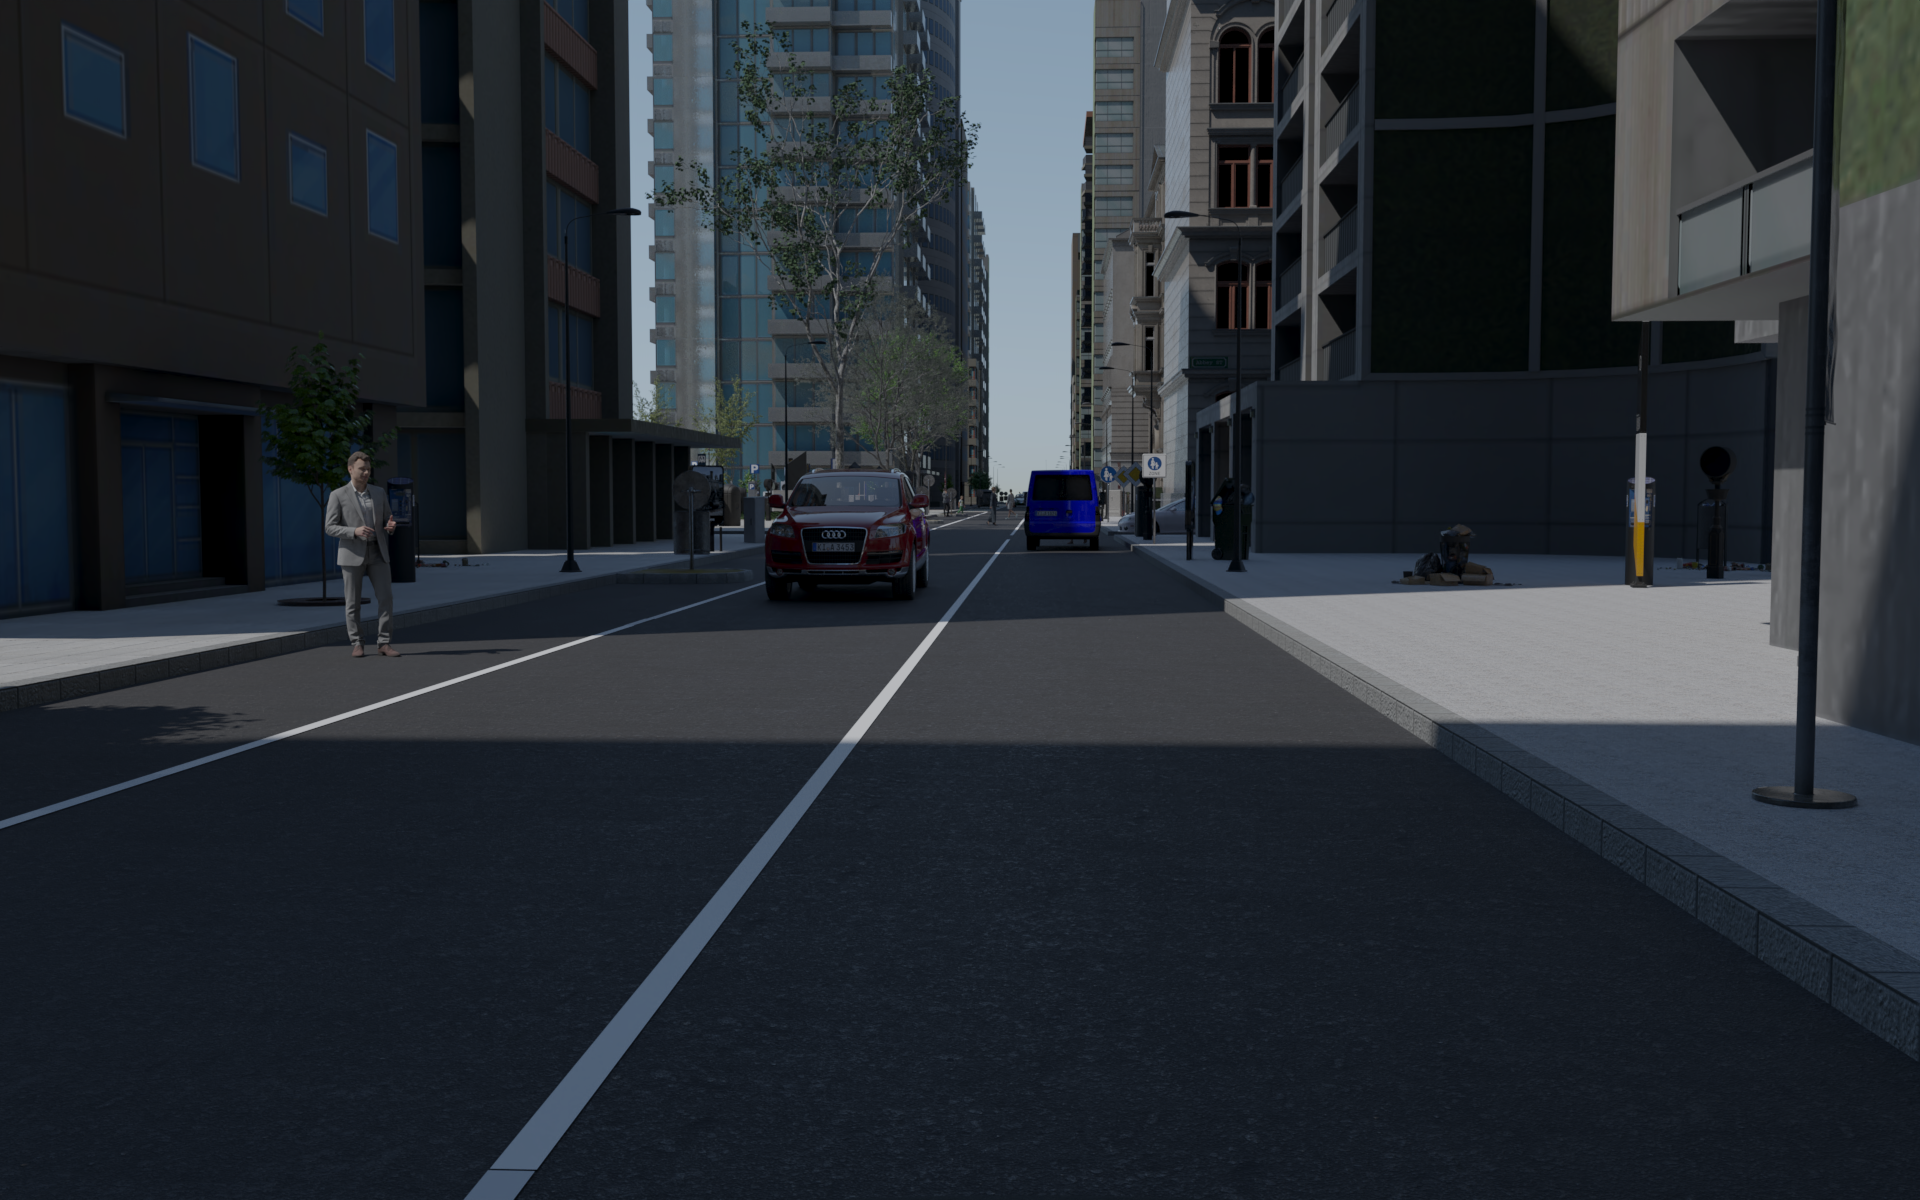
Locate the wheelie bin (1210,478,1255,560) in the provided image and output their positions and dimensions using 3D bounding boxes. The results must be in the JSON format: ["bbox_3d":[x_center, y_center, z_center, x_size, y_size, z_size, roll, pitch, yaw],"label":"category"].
[{"bbox_3d":[5.332,-1.580,33.746,0.693,1.594,0.980,3,4,37],"label":"wheelie bin"}]

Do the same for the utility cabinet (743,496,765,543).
[{"bbox_3d":[-5.433,-2.110,45.664,0.306,1.237,1.020,-2,4,-23],"label":"utility cabinet"}]

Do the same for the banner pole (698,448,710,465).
[{"bbox_3d":[-13.879,-6.376,94.270,0.863,3.779,0.401,-1,4,-18],"label":"banner pole"}]

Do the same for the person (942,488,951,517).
[{"bbox_3d":[-0.856,-6.172,109.600,0.592,1.802,0.473,-3,4,-38],"label":"person"}]

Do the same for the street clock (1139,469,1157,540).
[{"bbox_3d":[5.240,-2.674,48.297,0.471,2.002,0.358,-2,4,-32],"label":"street clock"}]

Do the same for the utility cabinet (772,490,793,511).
[{"bbox_3d":[-10.568,-5.781,103.190,1.173,1.500,0.318,-1,4,-13],"label":"utility cabinet"}]

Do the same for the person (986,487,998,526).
[{"bbox_3d":[1.476,-4.270,78.738,0.534,1.772,0.576,-1,4,-15],"label":"person"}]

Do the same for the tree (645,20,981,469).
[{"bbox_3d":[-6.393,-13.175,71.302,12.611,20.169,13.585,0,3,0],"label":"tree"}]

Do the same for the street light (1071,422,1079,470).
[{"bbox_3d":[8.095,-8.533,112.053,1.470,5.913,1.316,0,4,3],"label":"street light"}]

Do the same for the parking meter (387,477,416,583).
[{"bbox_3d":[-8.102,-1.022,25.121,0.372,1.533,0.369,0,3,0],"label":"parking meter"}]

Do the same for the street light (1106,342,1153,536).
[{"bbox_3d":[5.315,-4.924,53.041,1.470,5.913,1.316,0,4,3],"label":"street light"}]

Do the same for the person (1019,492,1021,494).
[{"bbox_3d":[8.601,-14.598,247.625,0.683,1.767,0.568,2,4,28],"label":"person"}]

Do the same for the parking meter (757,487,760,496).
[{"bbox_3d":[-16.003,-8.027,136.950,0.399,1.863,0.255,0,4,-4],"label":"parking meter"}]

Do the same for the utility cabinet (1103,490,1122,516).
[{"bbox_3d":[8.575,-5.489,98.423,1.173,1.500,0.318,1,4,23],"label":"utility cabinet"}]

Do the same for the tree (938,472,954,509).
[{"bbox_3d":[-0.944,-9.571,151.082,1.663,3.219,1.824,0,3,0],"label":"tree"}]

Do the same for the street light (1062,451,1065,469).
[{"bbox_3d":[10.615,-11.686,163.598,1.470,5.913,1.316,0,4,3],"label":"street light"}]

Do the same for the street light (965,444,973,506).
[{"bbox_3d":[0.560,-11.592,162.063,1.470,5.913,1.316,0,4,3],"label":"street light"}]

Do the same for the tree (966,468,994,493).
[{"bbox_3d":[2.449,-14.082,213.946,4.285,4.588,4.351,0,3,0],"label":"tree"}]

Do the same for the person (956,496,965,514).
[{"bbox_3d":[0.043,-6.229,114.586,0.590,1.304,0.306,1,4,19],"label":"person"}]

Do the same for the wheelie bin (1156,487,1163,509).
[{"bbox_3d":[8.815,-4.315,78.457,0.980,1.594,0.693,0,4,-5],"label":"wheelie bin"}]

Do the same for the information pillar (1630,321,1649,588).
[{"bbox_3d":[9.340,-1.982,23.757,0.183,3.616,0.504,1,4,15],"label":"information pillar"}]

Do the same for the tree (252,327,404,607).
[{"bbox_3d":[-7.324,-1.568,20.233,1.663,3.219,1.824,0,3,0],"label":"tree"}]

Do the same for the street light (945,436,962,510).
[{"bbox_3d":[-0.560,-10.121,138.021,1.470,5.913,1.316,0,4,3],"label":"street light"}]

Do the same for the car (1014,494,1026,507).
[{"bbox_3d":[6.696,-10.762,187.751,2.131,1.459,4.920,0,4,4],"label":"car"}]

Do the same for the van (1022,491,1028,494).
[{"bbox_3d":[9.817,-15.135,254.460,2.013,2.044,4.112,0,4,2],"label":"van"}]

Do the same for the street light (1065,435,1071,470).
[{"bbox_3d":[9.455,-10.215,139.559,1.470,5.913,1.316,0,4,3],"label":"street light"}]

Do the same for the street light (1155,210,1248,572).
[{"bbox_3d":[4.039,-3.423,28.513,1.470,5.913,1.316,0,4,3],"label":"street light"}]

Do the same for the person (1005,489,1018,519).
[{"bbox_3d":[2.955,-5.497,99.121,0.760,1.731,0.466,1,4,18],"label":"person"}]

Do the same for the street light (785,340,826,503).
[{"bbox_3d":[-4.732,-4.891,52.504,1.470,5.913,1.316,0,4,3],"label":"street light"}]

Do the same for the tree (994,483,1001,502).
[{"bbox_3d":[6.182,-18.481,296.769,1.663,3.219,1.824,0,3,0],"label":"tree"}]

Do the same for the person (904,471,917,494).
[{"bbox_3d":[-0.912,-1.276,29.463,0.850,1.850,0.679,-2,4,-30],"label":"person"}]

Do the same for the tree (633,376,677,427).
[{"bbox_3d":[-19.223,-9.602,107.361,4.737,8.622,4.395,0,3,0],"label":"tree"}]

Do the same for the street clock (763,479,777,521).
[{"bbox_3d":[-9.152,-4.777,82.679,0.358,2.002,0.471,2,4,28],"label":"street clock"}]

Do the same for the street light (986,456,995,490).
[{"bbox_3d":[3.415,-15.201,221.078,1.470,5.913,1.316,0,4,3],"label":"street light"}]

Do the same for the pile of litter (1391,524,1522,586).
[{"bbox_3d":[7.044,-0.647,24.544,1.719,0.858,1.176,2,4,33],"label":"pile of litter"}]

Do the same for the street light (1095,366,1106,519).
[{"bbox_3d":[5.743,-5.538,63.090,1.470,5.913,1.316,0,4,3],"label":"street light"}]

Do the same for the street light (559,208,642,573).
[{"bbox_3d":[-5.864,-3.409,28.273,1.470,5.913,1.316,0,4,3],"label":"street light"}]

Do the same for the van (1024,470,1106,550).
[{"bbox_3d":[2.747,-2.533,45.799,2.240,2.365,5.245,0,4,4],"label":"van"}]

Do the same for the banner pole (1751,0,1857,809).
[{"bbox_3d":[3.653,-1.058,7.318,0.401,3.779,0.863,2,4,33],"label":"banner pole"}]

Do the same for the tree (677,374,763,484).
[{"bbox_3d":[-14.207,-9.495,105.599,4.737,8.622,4.395,0,3,0],"label":"tree"}]

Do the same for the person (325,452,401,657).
[{"bbox_3d":[-5.201,-0.397,15.190,0.583,1.804,0.606,3,5,44],"label":"person"}]

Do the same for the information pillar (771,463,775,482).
[{"bbox_3d":[-14.058,-8.487,130.116,0.183,3.616,0.504,2,4,24],"label":"information pillar"}]

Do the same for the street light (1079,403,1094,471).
[{"bbox_3d":[6.915,-7.063,88.014,1.470,5.913,1.316,0,4,3],"label":"street light"}]

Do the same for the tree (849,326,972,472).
[{"bbox_3d":[-3.081,-11.006,105.701,9.928,11.665,9.643,0,3,0],"label":"tree"}]

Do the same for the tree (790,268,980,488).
[{"bbox_3d":[-4.099,-11.299,95.100,12.009,13.543,11.850,0,3,0],"label":"tree"}]

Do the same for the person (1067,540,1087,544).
[{"bbox_3d":[3.306,-2.515,49.712,0.616,1.811,0.778,3,5,43],"label":"person"}]

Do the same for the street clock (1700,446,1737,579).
[{"bbox_3d":[11.457,-1.324,26.216,0.358,2.002,0.471,-3,5,-43],"label":"street clock"}]

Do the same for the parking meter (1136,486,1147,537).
[{"bbox_3d":[5.465,-2.663,51.947,0.372,1.533,0.369,0,3,0],"label":"parking meter"}]

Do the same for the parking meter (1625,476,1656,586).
[{"bbox_3d":[9.563,-0.975,24.353,0.372,1.533,0.369,0,3,0],"label":"parking meter"}]

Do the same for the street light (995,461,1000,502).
[{"bbox_3d":[4.569,-16.684,245.328,1.470,5.913,1.316,0,4,3],"label":"street light"}]

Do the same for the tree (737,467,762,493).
[{"bbox_3d":[-15.135,-7.894,123.664,1.663,3.219,1.824,0,3,0],"label":"tree"}]

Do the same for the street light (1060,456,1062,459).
[{"bbox_3d":[11.785,-13.156,187.638,1.470,5.913,1.316,0,4,3],"label":"street light"}]

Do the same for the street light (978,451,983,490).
[{"bbox_3d":[1.746,-13.099,186.712,1.470,5.913,1.316,0,4,3],"label":"street light"}]
